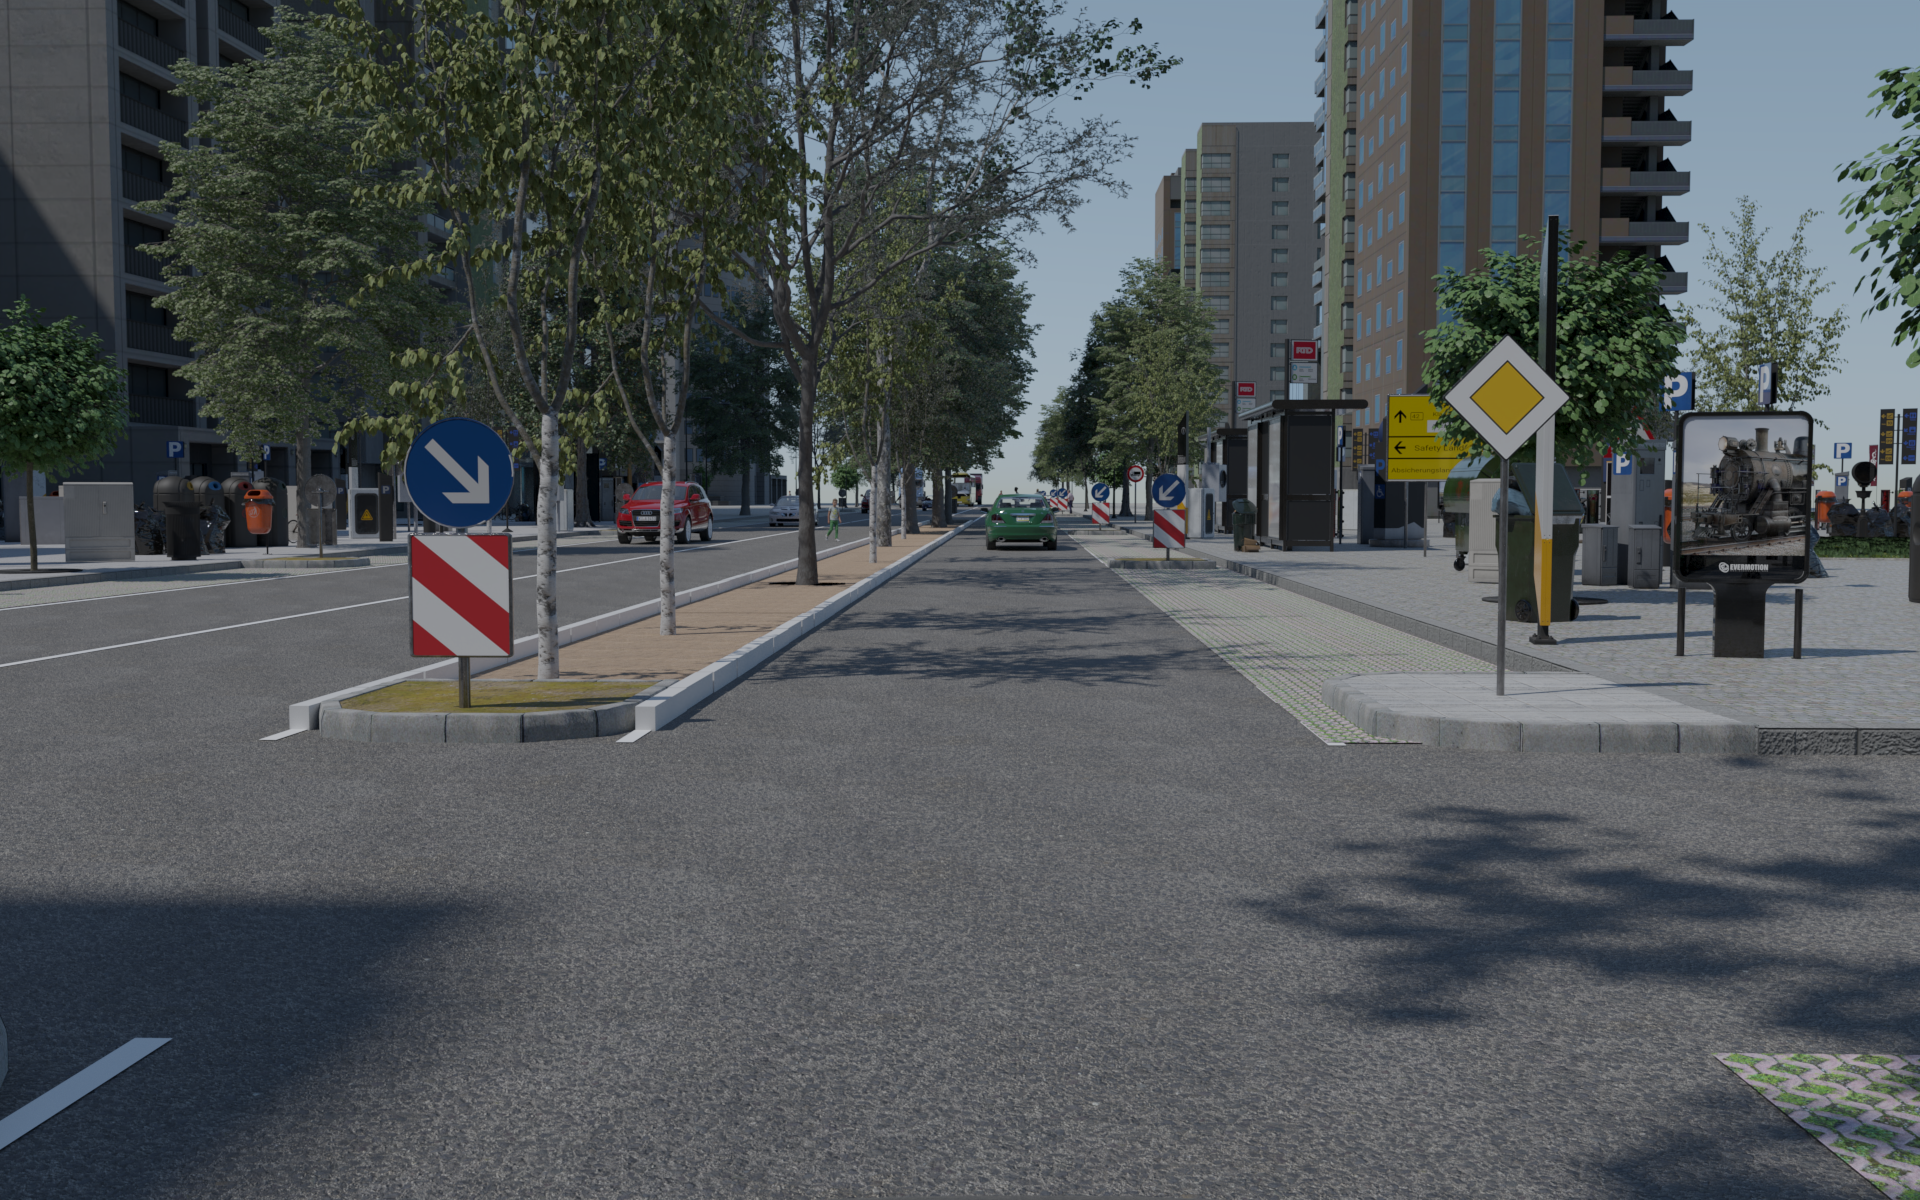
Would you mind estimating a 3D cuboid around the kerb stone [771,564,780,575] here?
[{"bbox_3d":[-3.337,-0.505,30.458,0.120,0.150,1.000,0,4,2],"label":"kerb stone"}]

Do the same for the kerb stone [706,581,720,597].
[{"bbox_3d":[-3.544,-0.126,24.299,0.120,0.150,1.000,0,4,2],"label":"kerb stone"}]

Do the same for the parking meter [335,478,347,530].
[{"bbox_3d":[-22.088,-3.433,61.833,0.399,1.863,0.255,-1,4,-17],"label":"parking meter"}]

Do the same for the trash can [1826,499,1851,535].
[{"bbox_3d":[27.007,-2.547,53.295,0.748,1.137,0.748,0,3,0],"label":"trash can"}]

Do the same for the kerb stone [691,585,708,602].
[{"bbox_3d":[-3.577,-0.066,23.278,0.120,0.150,1.000,0,4,2],"label":"kerb stone"}]

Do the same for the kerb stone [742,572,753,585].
[{"bbox_3d":[-3.447,-0.317,27.378,0.120,0.150,1.000,0,4,2],"label":"kerb stone"}]

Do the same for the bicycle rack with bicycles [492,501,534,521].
[{"bbox_3d":[-21.877,-4.378,84.955,2.925,0.926,2.852,0,4,-2],"label":"bicycle rack with bicycles"}]

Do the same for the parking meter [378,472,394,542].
[{"bbox_3d":[-15.462,-2.507,46.693,0.399,1.863,0.255,-1,4,-21],"label":"parking meter"}]

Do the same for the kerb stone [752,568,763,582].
[{"bbox_3d":[-3.402,-0.380,28.415,0.120,0.150,1.000,0,4,2],"label":"kerb stone"}]

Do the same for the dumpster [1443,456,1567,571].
[{"bbox_3d":[8.780,-1.556,27.941,1.502,2.255,1.985,0,4,2],"label":"dumpster"}]

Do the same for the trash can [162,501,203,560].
[{"bbox_3d":[-15.084,-1.344,33.633,0.748,1.137,0.748,0,3,0],"label":"trash can"}]

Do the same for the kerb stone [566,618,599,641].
[{"bbox_3d":[-3.778,0.310,17.149,0.120,0.150,1.000,0,4,2],"label":"kerb stone"}]

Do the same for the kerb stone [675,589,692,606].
[{"bbox_3d":[-3.625,-0.004,22.257,0.120,0.150,1.000,0,4,2],"label":"kerb stone"}]

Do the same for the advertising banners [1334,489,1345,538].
[{"bbox_3d":[10.988,-3.350,50.955,0.090,3.025,2.074,0,4,-3],"label":"advertising banners"}]

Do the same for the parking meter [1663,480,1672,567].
[{"bbox_3d":[12.476,-1.362,30.673,0.372,1.533,0.369,0,3,0],"label":"parking meter"}]

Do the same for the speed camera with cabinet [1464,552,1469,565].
[{"bbox_3d":[9.805,-2.291,31.788,0.660,3.252,2.038,2,4,30],"label":"speed camera with cabinet"}]

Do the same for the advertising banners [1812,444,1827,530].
[{"bbox_3d":[30.438,-3.989,61.404,0.090,3.025,2.074,3,5,43],"label":"advertising banners"}]

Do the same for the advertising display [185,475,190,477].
[{"bbox_3d":[-26.730,-3.360,60.148,0.123,1.923,0.974,-2,4,-34],"label":"advertising display"}]

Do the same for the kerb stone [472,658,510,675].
[{"bbox_3d":[-3.888,0.498,14.082,0.120,0.150,1.000,0,4,2],"label":"kerb stone"}]

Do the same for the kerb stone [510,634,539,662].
[{"bbox_3d":[-3.855,0.434,15.104,0.120,0.150,1.000,0,4,2],"label":"kerb stone"}]

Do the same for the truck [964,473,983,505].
[{"bbox_3d":[1.811,-15.118,236.086,2.839,4.237,11.283,0,4,1],"label":"truck"}]

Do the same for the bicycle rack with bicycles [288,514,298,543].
[{"bbox_3d":[-17.887,-1.969,45.576,2.852,0.926,2.925,1,4,8],"label":"bicycle rack with bicycles"}]

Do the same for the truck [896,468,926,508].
[{"bbox_3d":[-4.756,-11.817,182.973,2.967,4.110,18.799,0,4,1],"label":"truck"}]

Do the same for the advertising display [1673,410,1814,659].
[{"bbox_3d":[6.108,-0.509,13.542,0.974,1.923,0.123,1,4,15],"label":"advertising display"}]

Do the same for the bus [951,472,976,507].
[{"bbox_3d":[0.227,-12.482,195.630,2.896,3.916,12.252,0,4,3],"label":"bus"}]

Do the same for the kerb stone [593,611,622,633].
[{"bbox_3d":[-3.746,0.246,18.171,0.120,0.150,1.000,0,4,2],"label":"kerb stone"}]

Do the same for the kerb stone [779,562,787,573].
[{"bbox_3d":[-3.312,-0.568,31.480,0.120,0.150,1.000,0,4,2],"label":"kerb stone"}]

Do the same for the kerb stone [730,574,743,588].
[{"bbox_3d":[-3.478,-0.254,26.355,0.120,0.150,1.000,0,4,2],"label":"kerb stone"}]

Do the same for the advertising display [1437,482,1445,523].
[{"bbox_3d":[21.603,-4.369,76.645,0.974,1.923,0.123,-1,4,-10],"label":"advertising display"}]

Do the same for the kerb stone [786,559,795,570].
[{"bbox_3d":[-3.270,-0.631,32.504,0.120,0.150,1.000,0,4,2],"label":"kerb stone"}]

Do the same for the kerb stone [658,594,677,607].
[{"bbox_3d":[-3.654,0.059,21.235,0.120,0.150,1.000,0,4,2],"label":"kerb stone"}]

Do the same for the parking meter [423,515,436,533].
[{"bbox_3d":[-16.527,-2.784,53.923,0.372,1.533,0.369,0,3,0],"label":"parking meter"}]

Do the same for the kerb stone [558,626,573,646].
[{"bbox_3d":[-3.815,0.374,16.126,0.120,0.150,1.000,0,4,2],"label":"kerb stone"}]

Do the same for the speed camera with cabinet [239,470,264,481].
[{"bbox_3d":[-26.406,-4.379,65.931,0.660,3.252,2.038,2,4,26],"label":"speed camera with cabinet"}]

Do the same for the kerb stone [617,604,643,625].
[{"bbox_3d":[-3.714,0.184,19.192,0.120,0.150,1.000,0,4,2],"label":"kerb stone"}]

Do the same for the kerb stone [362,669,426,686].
[{"bbox_3d":[-3.953,0.622,12.022,0.120,0.150,1.000,0,4,2],"label":"kerb stone"}]

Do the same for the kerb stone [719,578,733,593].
[{"bbox_3d":[-3.505,-0.187,25.321,0.120,0.150,1.000,0,4,2],"label":"kerb stone"}]

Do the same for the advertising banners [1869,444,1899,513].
[{"bbox_3d":[32.383,-3.937,60.556,0.090,3.025,2.074,0,4,-5],"label":"advertising banners"}]

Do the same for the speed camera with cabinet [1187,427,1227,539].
[{"bbox_3d":[7.219,-3.446,50.672,0.660,3.252,2.038,2,4,27],"label":"speed camera with cabinet"}]

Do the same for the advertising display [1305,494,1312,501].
[{"bbox_3d":[11.925,-3.304,59.231,0.123,1.923,0.974,0,4,5],"label":"advertising display"}]

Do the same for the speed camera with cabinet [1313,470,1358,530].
[{"bbox_3d":[13.597,-4.128,61.821,0.660,3.252,2.038,-3,5,-42],"label":"speed camera with cabinet"}]

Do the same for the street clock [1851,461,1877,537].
[{"bbox_3d":[19.964,-2.062,38.284,0.471,2.002,0.358,1,4,12],"label":"street clock"}]

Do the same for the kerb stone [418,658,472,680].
[{"bbox_3d":[-3.916,0.560,13.051,0.120,0.150,1.000,0,4,2],"label":"kerb stone"}]

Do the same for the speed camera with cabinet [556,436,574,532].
[{"bbox_3d":[-13.764,-3.977,59.353,0.660,3.252,2.038,0,4,0],"label":"speed camera with cabinet"}]

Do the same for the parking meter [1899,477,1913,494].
[{"bbox_3d":[32.360,-3.278,59.301,0.399,1.863,0.255,-2,4,-27],"label":"parking meter"}]

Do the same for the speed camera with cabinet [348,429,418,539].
[{"bbox_3d":[-16.625,-3.413,50.143,2.038,3.252,0.660,-2,4,-23],"label":"speed camera with cabinet"}]

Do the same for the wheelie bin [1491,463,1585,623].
[{"bbox_3d":[5.796,-0.587,17.500,0.980,1.594,0.693,-1,4,-22],"label":"wheelie bin"}]

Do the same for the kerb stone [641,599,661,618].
[{"bbox_3d":[-3.687,0.122,20.214,0.120,0.150,1.000,0,4,2],"label":"kerb stone"}]

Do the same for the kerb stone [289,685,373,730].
[{"bbox_3d":[-3.989,0.685,10.997,0.120,0.150,1.000,0,4,2],"label":"kerb stone"}]

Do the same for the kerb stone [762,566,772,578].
[{"bbox_3d":[-3.376,-0.443,29.437,0.120,0.150,1.000,0,4,2],"label":"kerb stone"}]

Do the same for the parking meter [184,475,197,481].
[{"bbox_3d":[-23.729,-2.915,53.365,0.399,1.863,0.255,1,4,22],"label":"parking meter"}]

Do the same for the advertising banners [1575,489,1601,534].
[{"bbox_3d":[18.825,-3.479,53.063,2.074,3.025,0.090,-1,4,-22],"label":"advertising banners"}]

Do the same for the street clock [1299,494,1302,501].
[{"bbox_3d":[10.399,-2.960,52.963,0.471,2.002,0.358,-1,4,-18],"label":"street clock"}]
